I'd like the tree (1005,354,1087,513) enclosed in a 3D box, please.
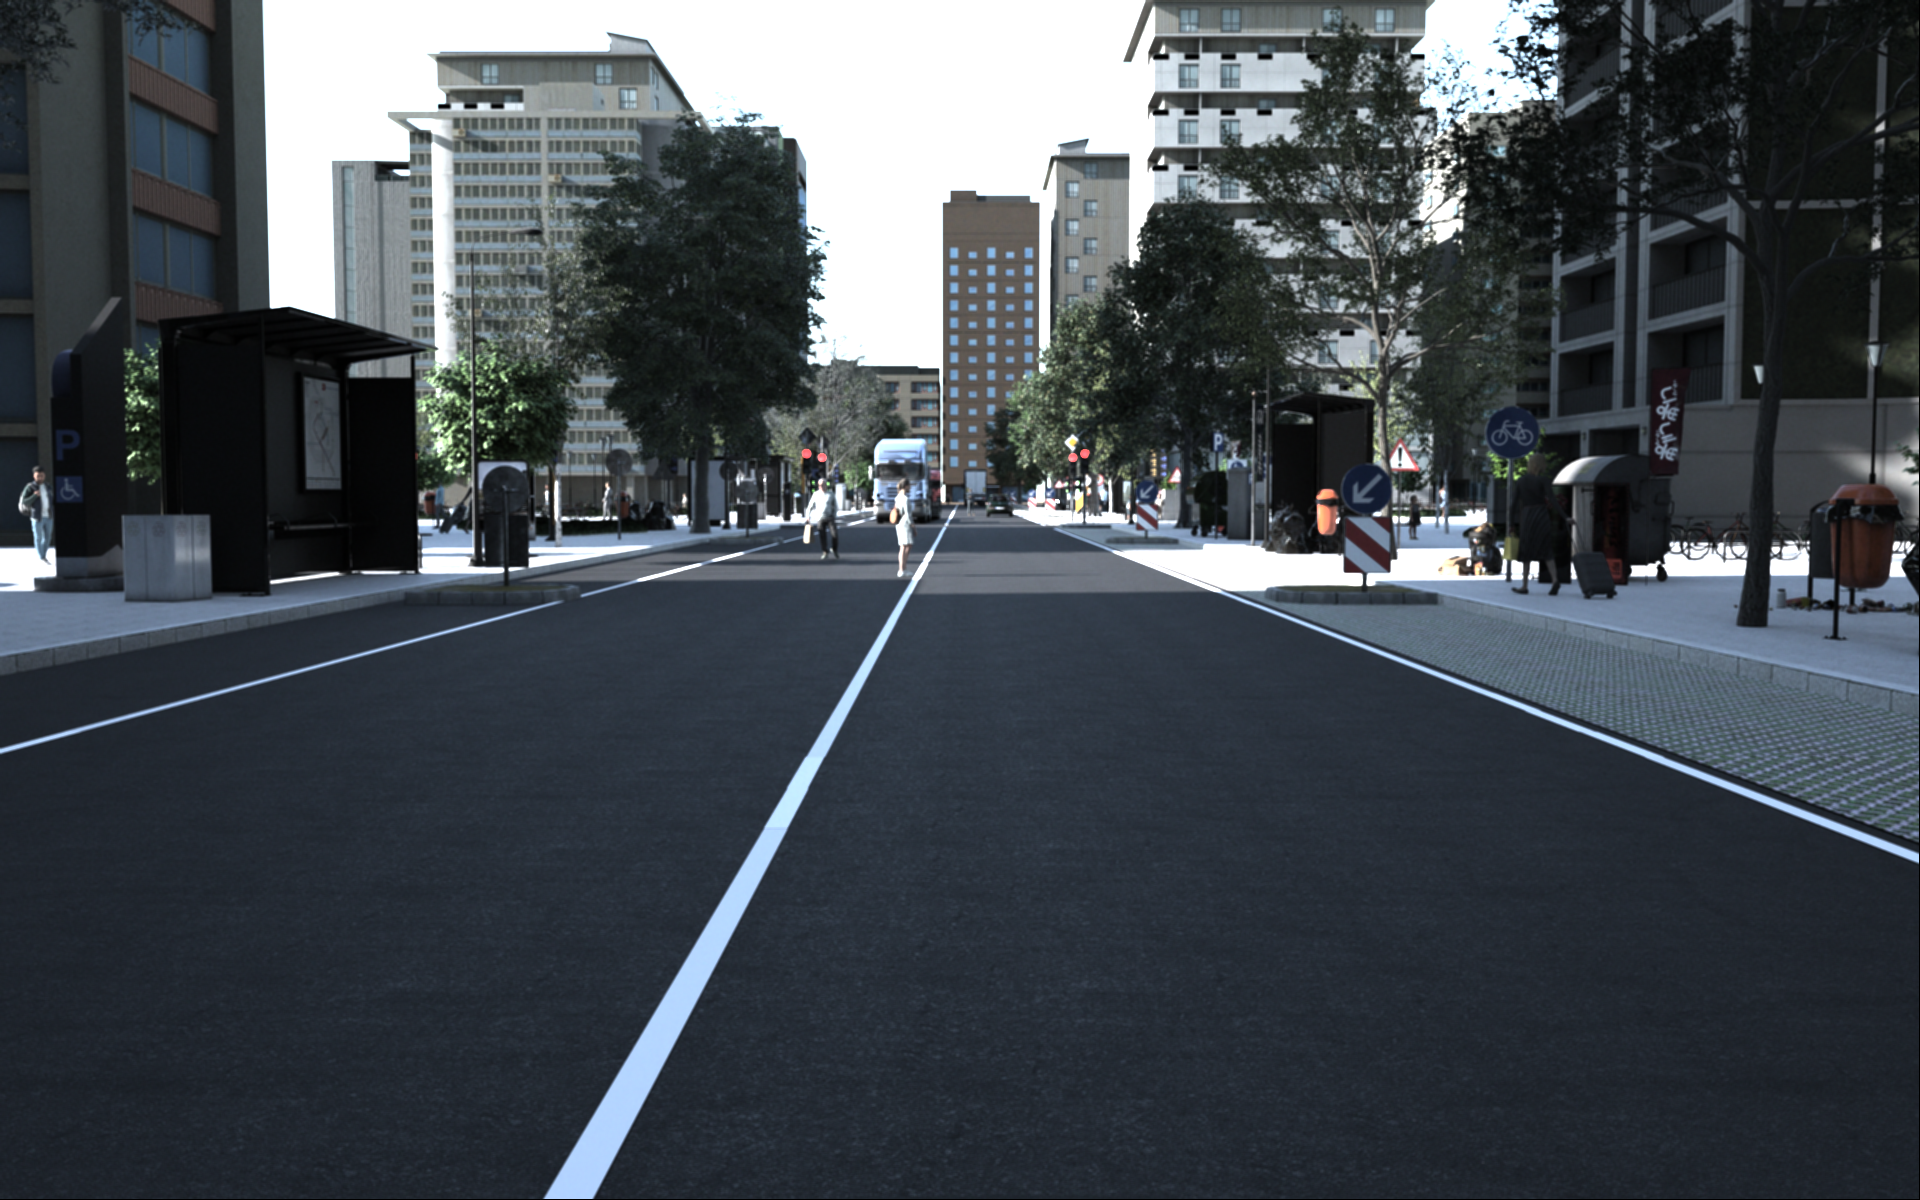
[{"bbox_3d":[8.435,-11.841,119.357,9.928,11.665,9.643,0,3,0],"label":"tree"}]

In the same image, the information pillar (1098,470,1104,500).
[{"bbox_3d":[10.710,-8.577,131.582,0.504,3.616,0.183,-1,4,-19],"label":"information pillar"}]

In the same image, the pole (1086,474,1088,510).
[{"bbox_3d":[10.048,-8.756,137.001,0.158,3.312,0.155,0,3,0],"label":"pole"}]

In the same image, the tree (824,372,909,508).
[{"bbox_3d":[-8.731,-14.889,160.445,9.611,12.733,9.660,0,3,0],"label":"tree"}]

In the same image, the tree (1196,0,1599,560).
[{"bbox_3d":[8.053,-6.060,33.493,7.601,10.594,8.767,1,4,19],"label":"tree"}]

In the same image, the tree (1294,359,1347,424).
[{"bbox_3d":[19.850,-8.803,94.291,4.360,8.622,3.978,0,3,0],"label":"tree"}]

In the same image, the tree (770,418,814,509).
[{"bbox_3d":[-14.529,-12.293,151.347,4.737,8.622,4.395,0,3,0],"label":"tree"}]

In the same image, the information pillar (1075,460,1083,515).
[{"bbox_3d":[7.402,-7.079,107.099,0.504,3.616,0.183,3,5,40],"label":"information pillar"}]

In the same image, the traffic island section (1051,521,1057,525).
[{"bbox_3d":[5.291,-3.604,81.199,2.009,0.180,2.903,0,3,0],"label":"traffic island section"}]

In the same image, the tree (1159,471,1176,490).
[{"bbox_3d":[16.539,-8.759,137.817,1.663,3.219,1.824,0,3,0],"label":"tree"}]

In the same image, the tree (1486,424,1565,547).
[{"bbox_3d":[13.476,-2.896,41.946,1.663,3.219,1.824,0,3,0],"label":"tree"}]

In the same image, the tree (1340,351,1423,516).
[{"bbox_3d":[21.456,-8.473,88.899,4.737,8.622,4.395,0,3,0],"label":"tree"}]

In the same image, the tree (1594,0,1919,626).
[{"bbox_3d":[8.032,-5.017,16.433,7.601,10.594,8.767,0,4,7],"label":"tree"}]

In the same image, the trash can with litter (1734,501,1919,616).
[{"bbox_3d":[9.820,-0.480,18.900,1.678,1.210,2.233,-2,4,-30],"label":"trash can with litter"}]

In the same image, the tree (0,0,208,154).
[{"bbox_3d":[-9.363,-6.240,12.401,12.009,13.543,11.850,0,3,0],"label":"tree"}]

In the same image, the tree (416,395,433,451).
[{"bbox_3d":[-38.687,-10.496,121.973,4.737,8.622,4.395,0,3,0],"label":"tree"}]

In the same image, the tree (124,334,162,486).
[{"bbox_3d":[-16.329,-3.168,35.503,4.285,4.588,4.351,0,3,0],"label":"tree"}]

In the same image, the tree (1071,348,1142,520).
[{"bbox_3d":[7.593,-8.343,86.763,4.737,8.622,4.395,0,3,0],"label":"tree"}]

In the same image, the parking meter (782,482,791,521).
[{"bbox_3d":[-8.162,-4.631,81.422,0.399,1.863,0.255,-1,4,-22],"label":"parking meter"}]

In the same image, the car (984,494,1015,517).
[{"bbox_3d":[2.527,-6.157,110.459,2.009,1.686,4.222,0,4,1],"label":"car"}]

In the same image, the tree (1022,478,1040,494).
[{"bbox_3d":[7.971,-12.601,200.628,1.663,3.219,1.824,0,3,0],"label":"tree"}]

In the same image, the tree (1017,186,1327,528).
[{"bbox_3d":[8.631,-9.042,64.843,9.611,12.733,9.660,0,3,0],"label":"tree"}]

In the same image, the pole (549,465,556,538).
[{"bbox_3d":[-11.617,-3.394,49.334,0.158,3.312,0.155,0,3,0],"label":"pole"}]

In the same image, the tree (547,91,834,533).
[{"bbox_3d":[-8.545,-9.173,56.634,9.857,13.997,8.962,0,3,0],"label":"tree"}]

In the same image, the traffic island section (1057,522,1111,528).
[{"bbox_3d":[5.275,-3.115,73.214,2.009,0.180,2.903,0,3,0],"label":"traffic island section"}]

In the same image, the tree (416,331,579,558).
[{"bbox_3d":[-9.384,-3.143,35.094,4.285,4.588,4.351,0,3,0],"label":"tree"}]

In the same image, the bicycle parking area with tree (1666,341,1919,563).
[{"bbox_3d":[17.488,-2.947,35.182,9.016,4.147,8.231,1,4,16],"label":"bicycle parking area with tree"}]

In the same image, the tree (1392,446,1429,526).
[{"bbox_3d":[18.029,-4.602,69.839,1.663,3.219,1.824,0,3,0],"label":"tree"}]

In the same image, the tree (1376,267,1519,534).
[{"bbox_3d":[15.784,-6.447,55.764,4.360,8.622,3.978,0,3,0],"label":"tree"}]

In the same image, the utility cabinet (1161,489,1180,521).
[{"bbox_3d":[10.100,-4.481,81.938,1.173,1.500,0.318,-2,4,-24],"label":"utility cabinet"}]

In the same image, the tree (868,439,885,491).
[{"bbox_3d":[-9.288,-15.243,199.587,4.737,8.622,4.395,0,3,0],"label":"tree"}]

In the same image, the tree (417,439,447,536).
[{"bbox_3d":[-16.831,-3.587,53.248,1.663,3.219,1.824,0,3,0],"label":"tree"}]

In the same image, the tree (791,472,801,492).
[{"bbox_3d":[-12.791,-8.206,128.768,1.663,3.219,1.824,0,3,0],"label":"tree"}]

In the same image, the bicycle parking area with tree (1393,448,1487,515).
[{"bbox_3d":[33.662,-7.491,109.473,8.231,4.147,9.016,-3,4,-38],"label":"bicycle parking area with tree"}]

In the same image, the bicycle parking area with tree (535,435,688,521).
[{"bbox_3d":[-17.753,-6.074,86.310,9.016,4.147,8.231,0,4,-2],"label":"bicycle parking area with tree"}]

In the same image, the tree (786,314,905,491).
[{"bbox_3d":[-8.843,-12.682,117.719,12.009,13.543,11.850,0,3,0],"label":"tree"}]

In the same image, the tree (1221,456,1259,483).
[{"bbox_3d":[20.510,-8.848,128.382,4.285,4.588,4.351,0,3,0],"label":"tree"}]

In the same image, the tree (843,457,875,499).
[{"bbox_3d":[-8.471,-10.099,148.832,4.285,4.588,4.351,0,3,0],"label":"tree"}]

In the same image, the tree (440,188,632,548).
[{"bbox_3d":[-9.835,-5.561,41.288,4.360,8.622,3.978,0,3,0],"label":"tree"}]

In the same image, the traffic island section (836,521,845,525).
[{"bbox_3d":[-6.450,-3.605,81.229,2.009,0.180,2.903,0,3,0],"label":"traffic island section"}]

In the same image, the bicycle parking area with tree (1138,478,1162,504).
[{"bbox_3d":[16.684,-9.795,147.142,9.016,4.147,8.231,1,4,14],"label":"bicycle parking area with tree"}]

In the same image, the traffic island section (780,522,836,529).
[{"bbox_3d":[-6.467,-3.117,73.244,2.009,0.180,2.903,0,3,0],"label":"traffic island section"}]

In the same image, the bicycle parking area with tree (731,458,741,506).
[{"bbox_3d":[-19.966,-9.161,136.791,8.231,4.147,9.016,2,4,24],"label":"bicycle parking area with tree"}]

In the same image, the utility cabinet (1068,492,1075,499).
[{"bbox_3d":[9.569,-8.561,148.648,0.318,1.500,1.173,-1,4,-12],"label":"utility cabinet"}]

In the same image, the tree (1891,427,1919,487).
[{"bbox_3d":[15.068,-1.944,26.382,1.663,3.219,1.824,0,3,0],"label":"tree"}]

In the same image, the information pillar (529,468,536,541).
[{"bbox_3d":[-11.952,-2.655,47.908,0.304,2.012,0.304,-3,5,-42],"label":"information pillar"}]

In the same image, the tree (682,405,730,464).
[{"bbox_3d":[-18.915,-10.979,129.874,4.737,8.622,4.395,0,3,0],"label":"tree"}]

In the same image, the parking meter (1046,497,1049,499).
[{"bbox_3d":[7.915,-9.009,155.712,0.372,1.533,0.369,0,3,0],"label":"parking meter"}]

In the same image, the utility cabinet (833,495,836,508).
[{"bbox_3d":[-10.618,-8.009,142.103,0.306,1.237,1.020,-3,5,-45],"label":"utility cabinet"}]

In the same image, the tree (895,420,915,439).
[{"bbox_3d":[-9.176,-17.910,218.577,9.928,11.665,9.643,0,3,0],"label":"tree"}]

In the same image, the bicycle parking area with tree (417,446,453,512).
[{"bbox_3d":[-29.771,-7.148,103.879,8.231,4.147,9.016,0,4,-1],"label":"bicycle parking area with tree"}]

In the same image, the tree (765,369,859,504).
[{"bbox_3d":[-9.027,-9.220,101.105,4.360,8.622,3.978,0,3,0],"label":"tree"}]

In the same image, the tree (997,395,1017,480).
[{"bbox_3d":[7.491,-11.029,97.334,9.611,12.733,9.660,0,3,0],"label":"tree"}]

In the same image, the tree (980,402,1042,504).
[{"bbox_3d":[7.718,-19.630,227.608,9.857,13.997,8.962,0,3,0],"label":"tree"}]

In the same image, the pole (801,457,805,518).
[{"bbox_3d":[-8.520,-6.133,94.124,0.158,3.312,0.155,0,3,0],"label":"pole"}]

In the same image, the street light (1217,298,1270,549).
[{"bbox_3d":[6.679,-4.161,40.574,1.470,5.913,1.316,0,3,0],"label":"street light"}]

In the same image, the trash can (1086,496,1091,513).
[{"bbox_3d":[8.729,-6.317,114.929,0.748,1.137,0.748,0,3,0],"label":"trash can"}]

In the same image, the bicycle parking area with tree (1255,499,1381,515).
[{"bbox_3d":[23.560,-8.162,120.453,9.016,4.147,8.231,0,4,-5],"label":"bicycle parking area with tree"}]

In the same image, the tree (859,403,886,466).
[{"bbox_3d":[-8.558,-11.469,137.875,4.360,8.622,3.978,0,3,0],"label":"tree"}]
